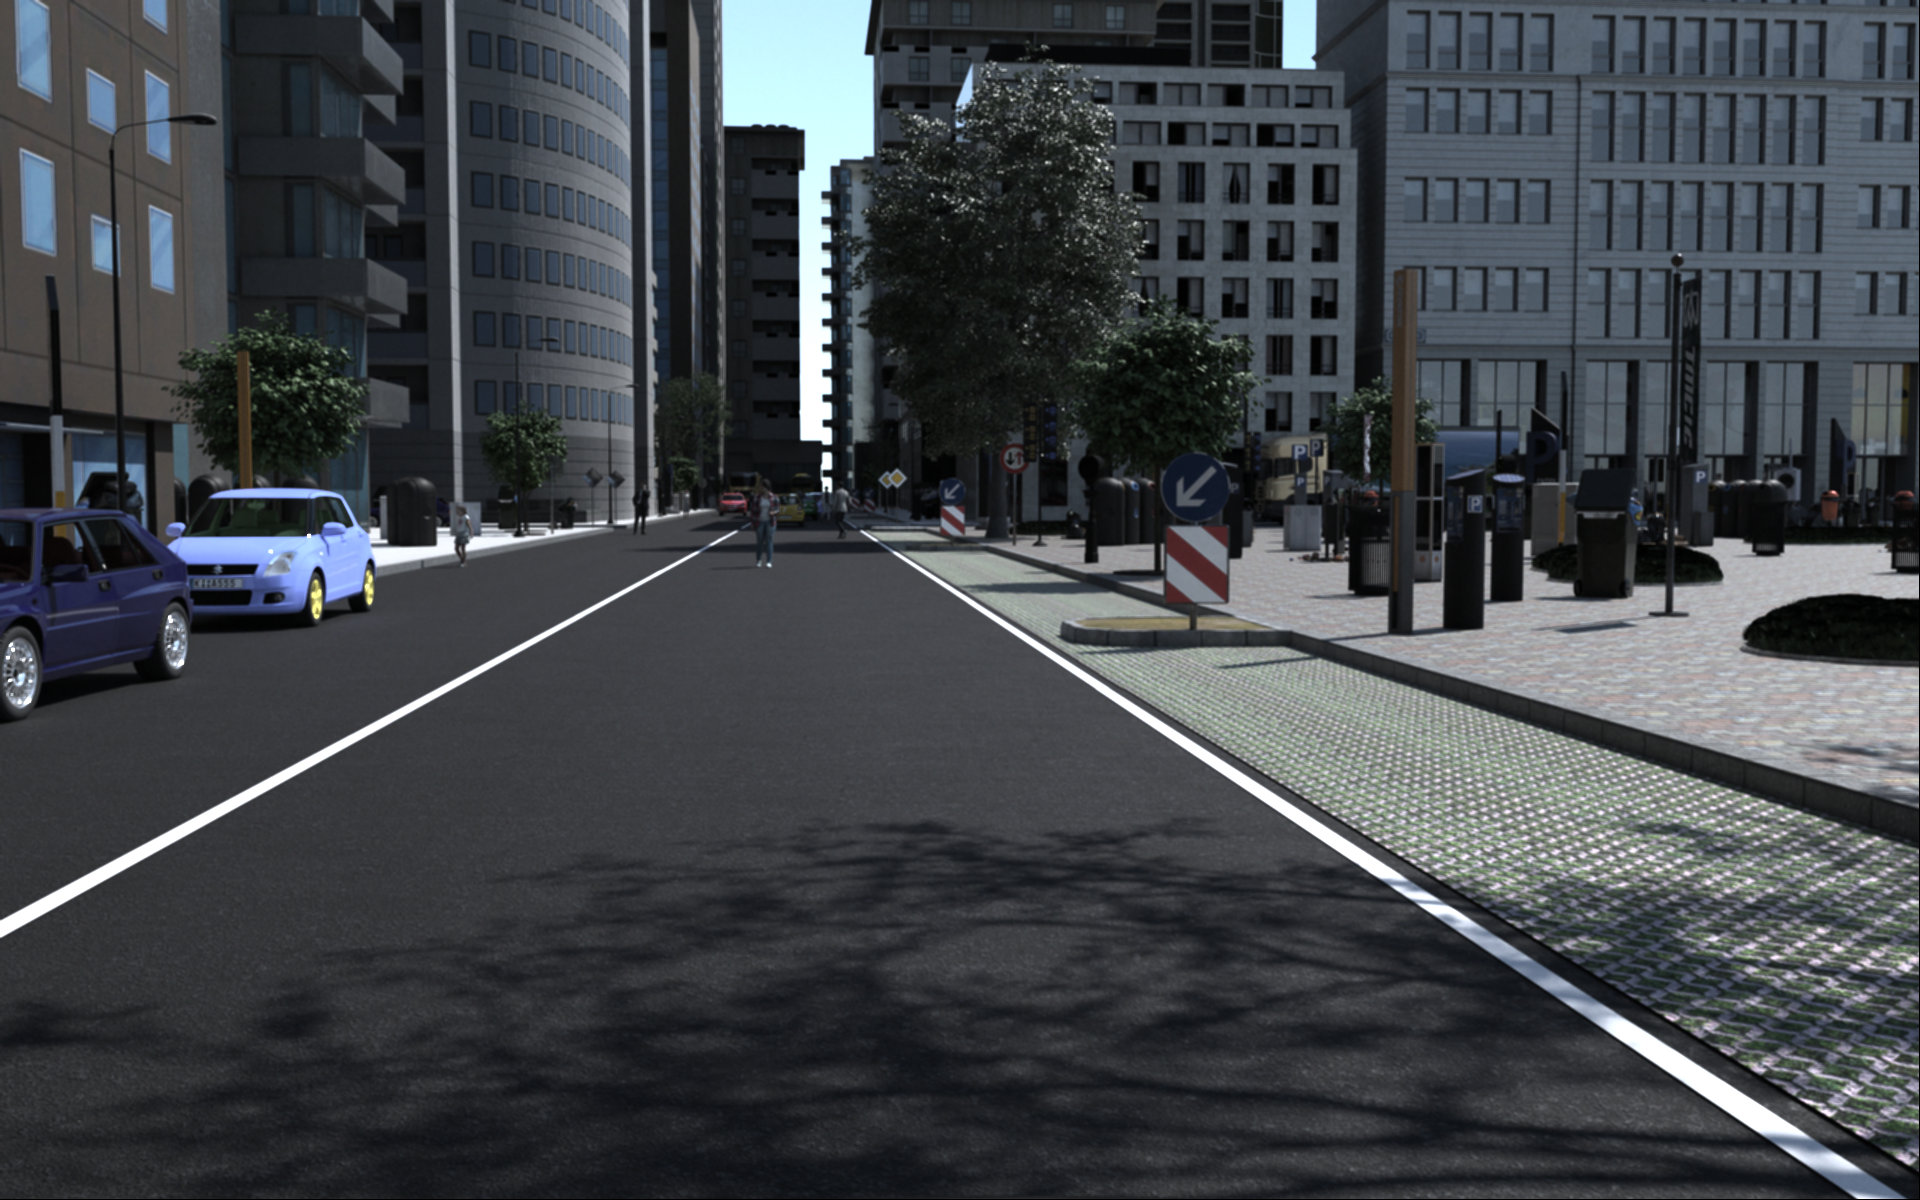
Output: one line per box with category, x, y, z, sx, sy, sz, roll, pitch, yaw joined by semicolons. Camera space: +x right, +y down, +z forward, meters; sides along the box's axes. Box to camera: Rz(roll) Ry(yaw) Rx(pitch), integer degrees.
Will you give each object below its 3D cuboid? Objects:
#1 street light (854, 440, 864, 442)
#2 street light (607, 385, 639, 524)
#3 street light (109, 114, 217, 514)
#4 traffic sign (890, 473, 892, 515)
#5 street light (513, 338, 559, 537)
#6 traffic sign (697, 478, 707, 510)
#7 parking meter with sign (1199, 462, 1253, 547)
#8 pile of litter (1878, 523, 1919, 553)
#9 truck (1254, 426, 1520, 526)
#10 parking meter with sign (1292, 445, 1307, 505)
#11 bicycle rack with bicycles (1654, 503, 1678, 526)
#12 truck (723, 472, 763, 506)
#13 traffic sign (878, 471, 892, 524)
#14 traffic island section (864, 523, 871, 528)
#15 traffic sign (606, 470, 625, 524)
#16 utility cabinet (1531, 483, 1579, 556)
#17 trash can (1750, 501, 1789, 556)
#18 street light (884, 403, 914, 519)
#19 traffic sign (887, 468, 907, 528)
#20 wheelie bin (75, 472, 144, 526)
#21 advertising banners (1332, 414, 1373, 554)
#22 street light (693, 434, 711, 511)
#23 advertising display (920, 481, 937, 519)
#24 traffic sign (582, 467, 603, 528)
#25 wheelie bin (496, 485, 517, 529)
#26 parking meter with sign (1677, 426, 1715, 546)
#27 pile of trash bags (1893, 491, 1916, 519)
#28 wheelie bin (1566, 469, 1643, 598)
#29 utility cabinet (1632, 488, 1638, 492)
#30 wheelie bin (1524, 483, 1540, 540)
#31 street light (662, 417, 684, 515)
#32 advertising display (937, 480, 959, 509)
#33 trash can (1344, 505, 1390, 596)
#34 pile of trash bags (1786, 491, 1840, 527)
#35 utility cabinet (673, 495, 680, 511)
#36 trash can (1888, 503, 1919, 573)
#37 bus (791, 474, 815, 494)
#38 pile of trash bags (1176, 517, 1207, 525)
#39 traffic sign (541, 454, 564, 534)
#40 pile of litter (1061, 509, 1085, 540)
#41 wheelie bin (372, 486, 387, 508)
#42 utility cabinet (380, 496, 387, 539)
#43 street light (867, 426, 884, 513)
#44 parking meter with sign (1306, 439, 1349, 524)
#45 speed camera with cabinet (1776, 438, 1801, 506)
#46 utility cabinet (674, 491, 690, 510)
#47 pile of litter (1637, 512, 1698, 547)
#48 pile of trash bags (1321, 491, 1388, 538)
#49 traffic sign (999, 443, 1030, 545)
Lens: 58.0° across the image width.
street light;-8.404;-10.800;149.128;1.470;5.913;1.316;0;4;-5
street light;-14.315;-6.176;73.523;1.470;5.913;1.316;0;4;-5
street light;-9.781;-2.980;21.269;1.470;5.913;1.316;0;4;-5
traffic sign;-4.214;-6.450;105.559;0.768;2.556;0.104;0;4;-5
street light;-12.598;-4.829;51.496;1.470;5.913;1.316;0;4;-5
traffic sign;-20.334;-8.353;136.682;0.768;2.556;0.104;0;4;-4
parking meter with sign;6.277;-2.756;41.316;1.738;3.016;0.543;-3;5;-42
pile of litter;21.158;-1.501;38.506;1.719;0.858;1.176;-1;4;-9
truck;17.393;-5.099;72.289;11.283;4.237;2.839;0;4;-4
parking meter with sign;11.807;-3.909;60.176;0.543;3.016;1.738;1;4;10
bicycle rack with bicycles;27.967;-3.209;65.857;2.852;0.926;2.925;0;4;2
truck;-19.270;-9.765;155.583;3.469;3.379;9.791;0;4;-4
traffic sign;-3.122;-4.323;74.319;0.795;2.450;0.064;0;4;-5
traffic island section;-3.099;-3.188;74.399;2.009;0.180;2.903;0;4;-5
traffic sign;-14.573;-4.262;73.319;0.795;2.450;0.064;0;4;-5
utility cabinet;11.949;-1.585;34.598;0.318;1.500;1.173;-2;4;-26
trash can;16.876;-1.498;36.138;0.748;1.137;0.748;0;3;0
street light;-2.966;-7.102;88.655;1.470;5.913;1.316;0;4;-5
traffic sign;-2.411;-3.836;66.366;0.795;2.450;0.064;0;4;-5
wheelie bin;-12.168;-1.039;24.891;0.693;1.594;0.980;1;4;22
advertising banners;8.513;-2.521;37.412;0.090;3.025;2.074;2;4;35
street light;-19.962;-9.874;133.976;1.470;5.913;1.316;0;4;-5
advertising display;-1.594;-5.082;88.308;0.974;1.923;0.123;-1;4;-11
traffic sign;-13.861;-3.775;65.366;0.795;2.450;0.064;0;4;-5
wheelie bin;-16.491;-3.386;63.262;0.980;1.594;0.693;1;4;9
parking meter with sign;18.376;-2.881;43.357;0.543;3.016;1.738;0;4;0
pile of trash bags;53.024;-5.419;98.361;1.912;1.369;3.447;1;4;13
wheelie bin;8.060;-0.840;21.640;0.980;1.594;0.693;3;4;36
utility cabinet;24.869;-3.459;65.230;1.173;1.500;0.318;3;5;44
wheelie bin;16.226;-2.516;49.052;0.980;1.594;0.693;-3;4;-36
street light;-17.195;-8.025;103.744;1.470;5.913;1.316;0;4;-5
advertising display;-0.486;-4.366;76.597;0.974;1.923;0.123;2;4;35
trash can;5.250;-0.633;22.003;0.748;1.137;0.748;0;3;0
pile of trash bags;27.735;-2.872;56.705;1.912;1.369;3.447;0;4;-3
utility cabinet;-19.549;-6.520;117.767;1.020;1.237;0.306;-3;5;-44
trash can;15.513;-1.011;28.186;0.748;1.137;0.748;0;3;0
bus;-19.137;-13.386;210.404;2.896;3.916;12.252;0;4;-4
pile of trash bags;5.962;-2.481;50.309;3.447;1.369;1.912;0;4;-3
traffic sign;-13.105;-3.395;55.611;0.768;2.556;0.104;0;4;-3
pile of litter;3.474;-2.173;49.499;1.176;0.858;1.719;0;4;3
wheelie bin;-24.024;-3.928;72.133;0.980;1.594;0.693;3;4;39
utility cabinet;-15.962;-2.333;49.299;1.020;1.237;0.306;-1;4;-13
street light;-5.648;-8.951;118.895;1.470;5.913;1.316;0;4;-5
parking meter with sign;12.039;-3.622;55.488;1.738;3.016;0.543;-2;4;-31
speed camera with cabinet;28.707;-4.111;61.554;2.038;3.252;0.660;3;5;41
utility cabinet;-21.493;-7.655;133.832;1.173;1.500;0.318;-2;4;-29
pile of litter;16.894;-1.685;41.520;1.719;0.858;1.176;0;4;-2
pile of trash bags;12.131;-2.616;52.518;1.912;1.369;3.447;2;4;25
traffic sign;1.361;-2.636;43.208;0.768;2.556;0.104;0;4;-3
